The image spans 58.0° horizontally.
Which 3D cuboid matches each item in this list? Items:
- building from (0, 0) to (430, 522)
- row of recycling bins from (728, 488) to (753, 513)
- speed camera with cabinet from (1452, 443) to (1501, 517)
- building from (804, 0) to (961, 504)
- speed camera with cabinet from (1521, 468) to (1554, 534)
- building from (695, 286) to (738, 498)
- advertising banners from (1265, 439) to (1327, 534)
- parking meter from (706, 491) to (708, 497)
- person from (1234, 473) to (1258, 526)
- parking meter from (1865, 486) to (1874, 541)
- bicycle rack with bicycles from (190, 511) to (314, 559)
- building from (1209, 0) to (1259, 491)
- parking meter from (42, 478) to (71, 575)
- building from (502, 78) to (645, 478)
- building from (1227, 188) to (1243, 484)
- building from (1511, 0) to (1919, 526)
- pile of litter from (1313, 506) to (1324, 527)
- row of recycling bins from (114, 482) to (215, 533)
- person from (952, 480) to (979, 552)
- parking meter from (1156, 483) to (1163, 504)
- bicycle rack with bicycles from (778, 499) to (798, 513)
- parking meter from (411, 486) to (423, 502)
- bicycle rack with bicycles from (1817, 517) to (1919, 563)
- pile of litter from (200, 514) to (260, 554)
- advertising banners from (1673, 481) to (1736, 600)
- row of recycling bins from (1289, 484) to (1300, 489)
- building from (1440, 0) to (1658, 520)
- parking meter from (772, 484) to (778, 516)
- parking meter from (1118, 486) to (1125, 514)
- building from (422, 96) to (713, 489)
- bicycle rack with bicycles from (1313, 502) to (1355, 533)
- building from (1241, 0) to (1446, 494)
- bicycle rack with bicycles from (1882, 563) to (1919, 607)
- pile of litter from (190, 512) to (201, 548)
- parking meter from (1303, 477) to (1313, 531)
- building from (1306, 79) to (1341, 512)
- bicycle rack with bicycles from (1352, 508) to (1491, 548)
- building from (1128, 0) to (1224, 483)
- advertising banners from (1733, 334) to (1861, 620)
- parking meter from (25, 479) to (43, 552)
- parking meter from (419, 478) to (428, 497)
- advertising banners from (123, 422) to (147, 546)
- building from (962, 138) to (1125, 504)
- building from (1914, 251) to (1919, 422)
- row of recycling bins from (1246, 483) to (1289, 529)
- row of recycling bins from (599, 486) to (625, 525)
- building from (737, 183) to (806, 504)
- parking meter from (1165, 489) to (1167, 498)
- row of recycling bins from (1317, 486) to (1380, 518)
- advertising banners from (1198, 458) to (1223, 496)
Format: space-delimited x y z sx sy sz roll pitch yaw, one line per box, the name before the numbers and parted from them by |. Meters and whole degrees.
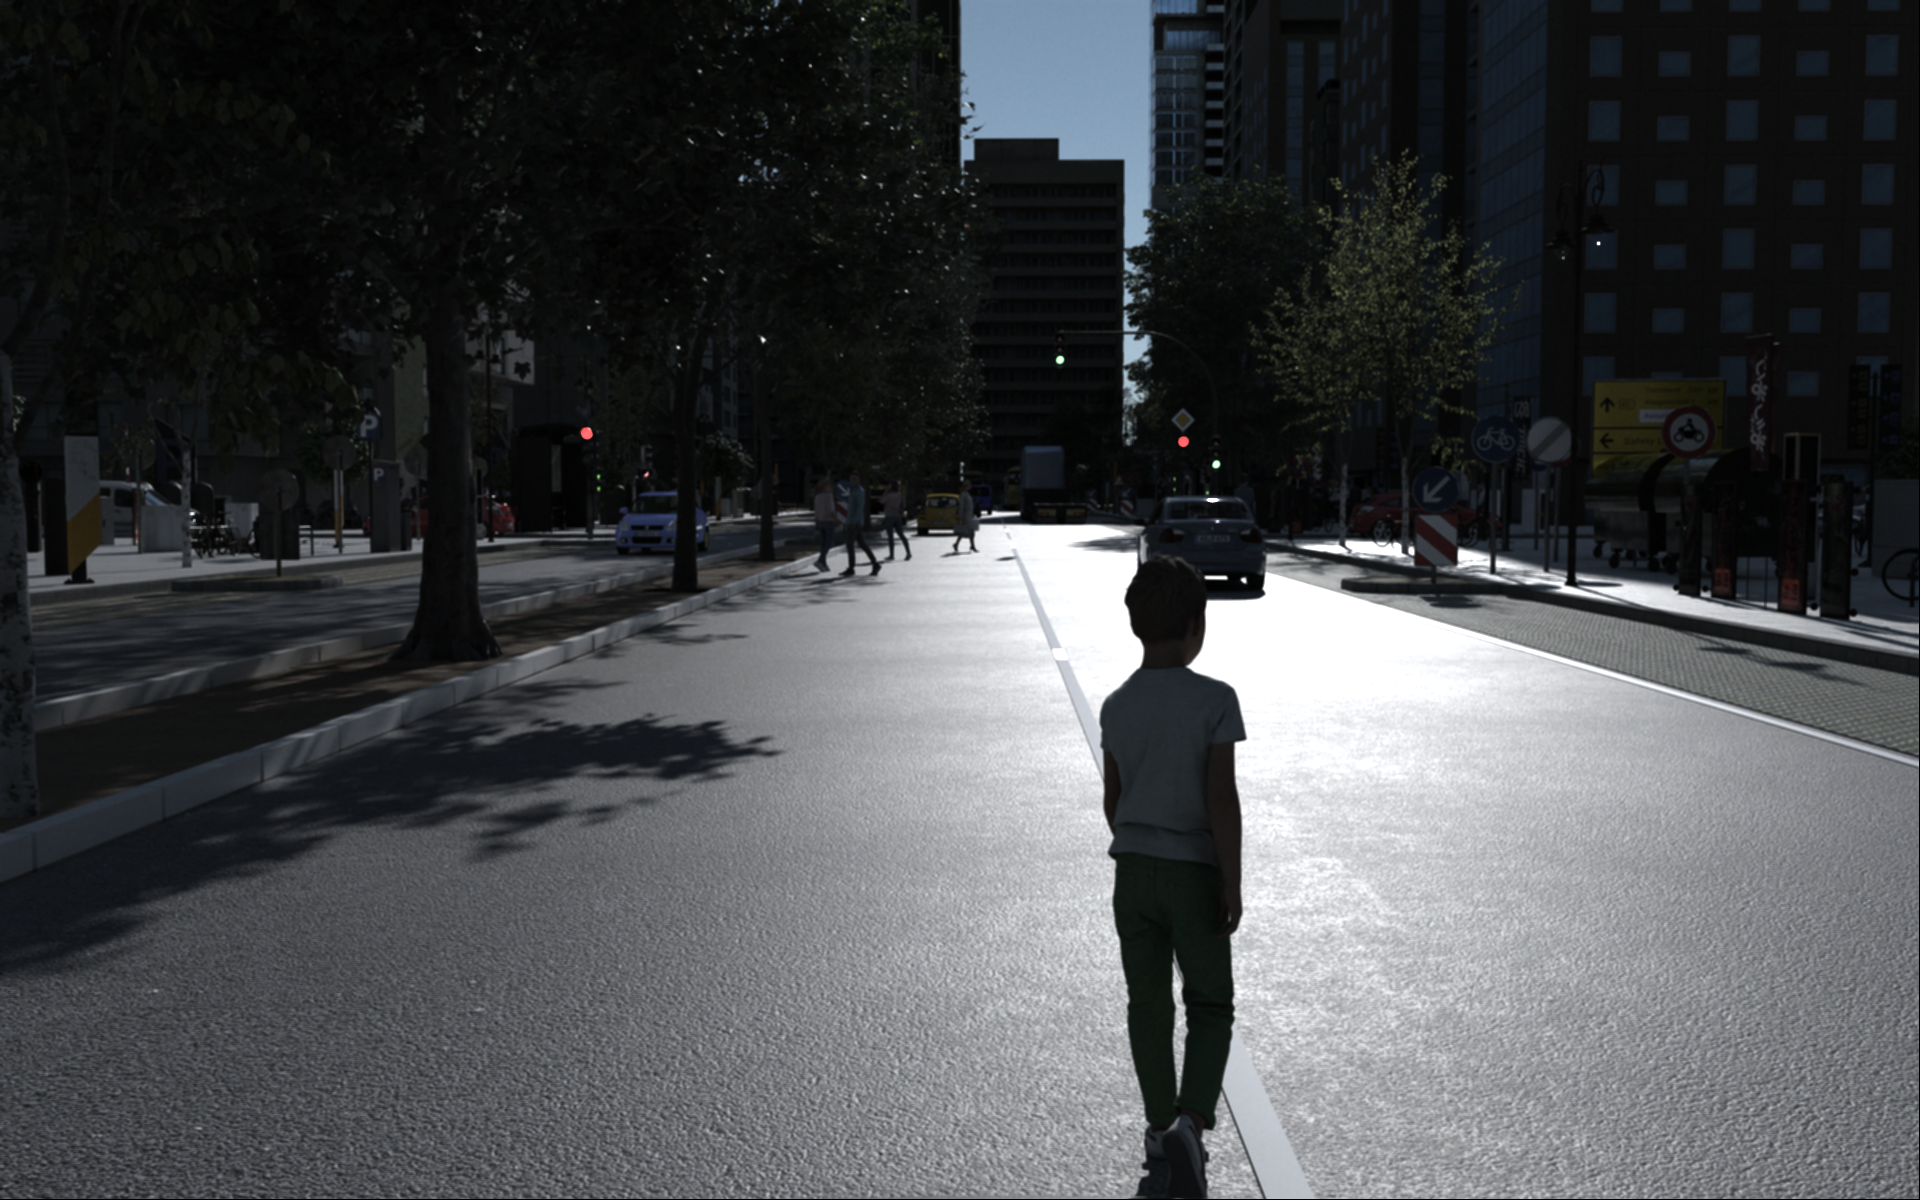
building | -32.927 -24.047 76.759 14.154 41.232 14.086 0 4 1
row of recycling bins | -14.620 -6.656 115.931 1.069 1.692 3.534 1 4 11
speed camera with cabinet | 19.745 -4.419 66.592 0.660 3.252 2.038 -3 5 -42
building | -10.286 -48.945 238.507 20.611 71.187 20.563 0 4 1
speed camera with cabinet | 18.917 -3.810 56.630 0.660 3.252 2.038 2 4 31
building | -31.536 -25.406 187.085 14.107 30.474 14.160 0 4 1
advertising banners | 10.828 -3.651 55.879 2.074 3.025 0.090 2 4 33
parking meter | -18.071 -6.993 122.743 0.372 1.533 0.369 0 3 0
person | 5.368 -1.478 32.694 0.581 1.822 0.654 -1 4 -9
parking meter | 25.218 -2.412 47.854 0.372 1.533 0.369 0 3 0
bicycle rack with bicycles | -14.632 -1.335 35.204 2.852 0.926 2.925 0 4 7
building | 36.891 -45.451 181.380 20.563 71.187 20.611 0 4 1
parking meter | -14.320 -1.165 27.457 0.372 1.533 0.369 0 3 0
building | -34.892 -43.002 141.330 20.563 71.187 20.611 0 4 1
building | 32.502 -24.078 165.371 14.160 30.474 14.107 0 4 1
building | 30.903 -25.967 74.664 14.200 45.320 14.600 0 4 1
pile of litter | 13.428 -3.258 67.226 1.719 0.858 1.176 -2 4 -30
row of recycling bins | -26.928 -3.120 58.128 3.534 1.692 1.069 -2 4 -31
person | 0.142 -2.076 42.788 0.624 1.780 0.694 2 4 33
parking meter | 9.958 -4.901 85.842 0.399 1.863 0.255 3 4 39
bicycle rack with bicycles | -13.439 -7.073 129.025 2.925 0.926 2.852 -2 4 -29
parking meter | -17.689 -2.937 56.428 0.372 1.533 0.369 0 3 0
bicycle rack with bicycles | 18.186 -1.363 35.660 2.852 0.926 2.925 2 4 35
pile of litter | -15.510 -1.473 38.043 1.176 0.858 1.719 3 5 44
advertising banners | 9.357 -1.528 21.172 0.090 3.025 2.074 0 4 -8
row of recycling bins | 12.902 -3.979 72.174 3.534 1.692 1.069 -3 4 -38
building | 30.561 -27.609 101.512 14.600 45.320 14.200 0 4 1
parking meter | -11.009 -5.934 102.724 0.399 1.863 0.255 0 4 6
parking meter | 10.137 -6.306 108.810 0.399 1.863 0.255 -2 4 -28
building | -38.892 -35.274 165.976 28.713 52.752 27.495 0 4 1
bicycle rack with bicycles | 13.273 -2.712 57.720 2.852 0.926 2.925 0 4 -6
building | 32.433 -30.594 150.328 14.600 45.320 14.200 0 4 1
bicycle rack with bicycles | 12.059 -0.393 19.801 2.852 0.926 2.925 -3 5 -40
pile of litter | -17.956 -1.679 41.409 1.719 0.858 1.176 2 4 25
parking meter | 12.134 -3.346 60.419 0.255 1.863 0.399 3 4 38
building | 31.859 -21.551 124.058 14.160 30.474 14.107 0 4 1
bicycle rack with bicycles | 11.379 -1.735 41.746 2.925 0.926 2.852 0 4 -4
building | 37.913 -56.626 238.502 31.000 86.520 22.319 0 4 1
advertising banners | 8.939 -1.364 18.489 0.090 3.025 2.074 0 4 -6
parking meter | -20.638 -2.011 38.589 0.255 1.863 0.399 -1 4 -17
parking meter | -19.188 -3.447 62.062 0.399 1.863 0.255 0 4 -8
advertising banners | -20.618 -2.881 43.292 0.090 3.025 2.074 -1 4 -13
building | 11.212 -37.627 238.895 21.600 48.544 21.300 0 4 1
building | 61.457 -32.902 79.951 28.212 58.520 21.231 0 4 1
row of recycling bins | 11.481 -3.531 64.852 1.069 1.692 3.534 0 4 4
row of recycling bins | -14.679 -4.048 73.294 1.069 1.692 3.534 -1 4 -15
building | -35.475 -35.819 240.258 28.867 44.769 22.147 0 4 1
parking meter | 11.125 -5.270 94.575 0.372 1.533 0.369 0 3 0
row of recycling bins | 20.352 -5.148 91.281 3.534 1.692 1.069 2 4 27
advertising banners | 11.943 -5.161 80.574 2.074 3.025 0.090 -1 4 -22
